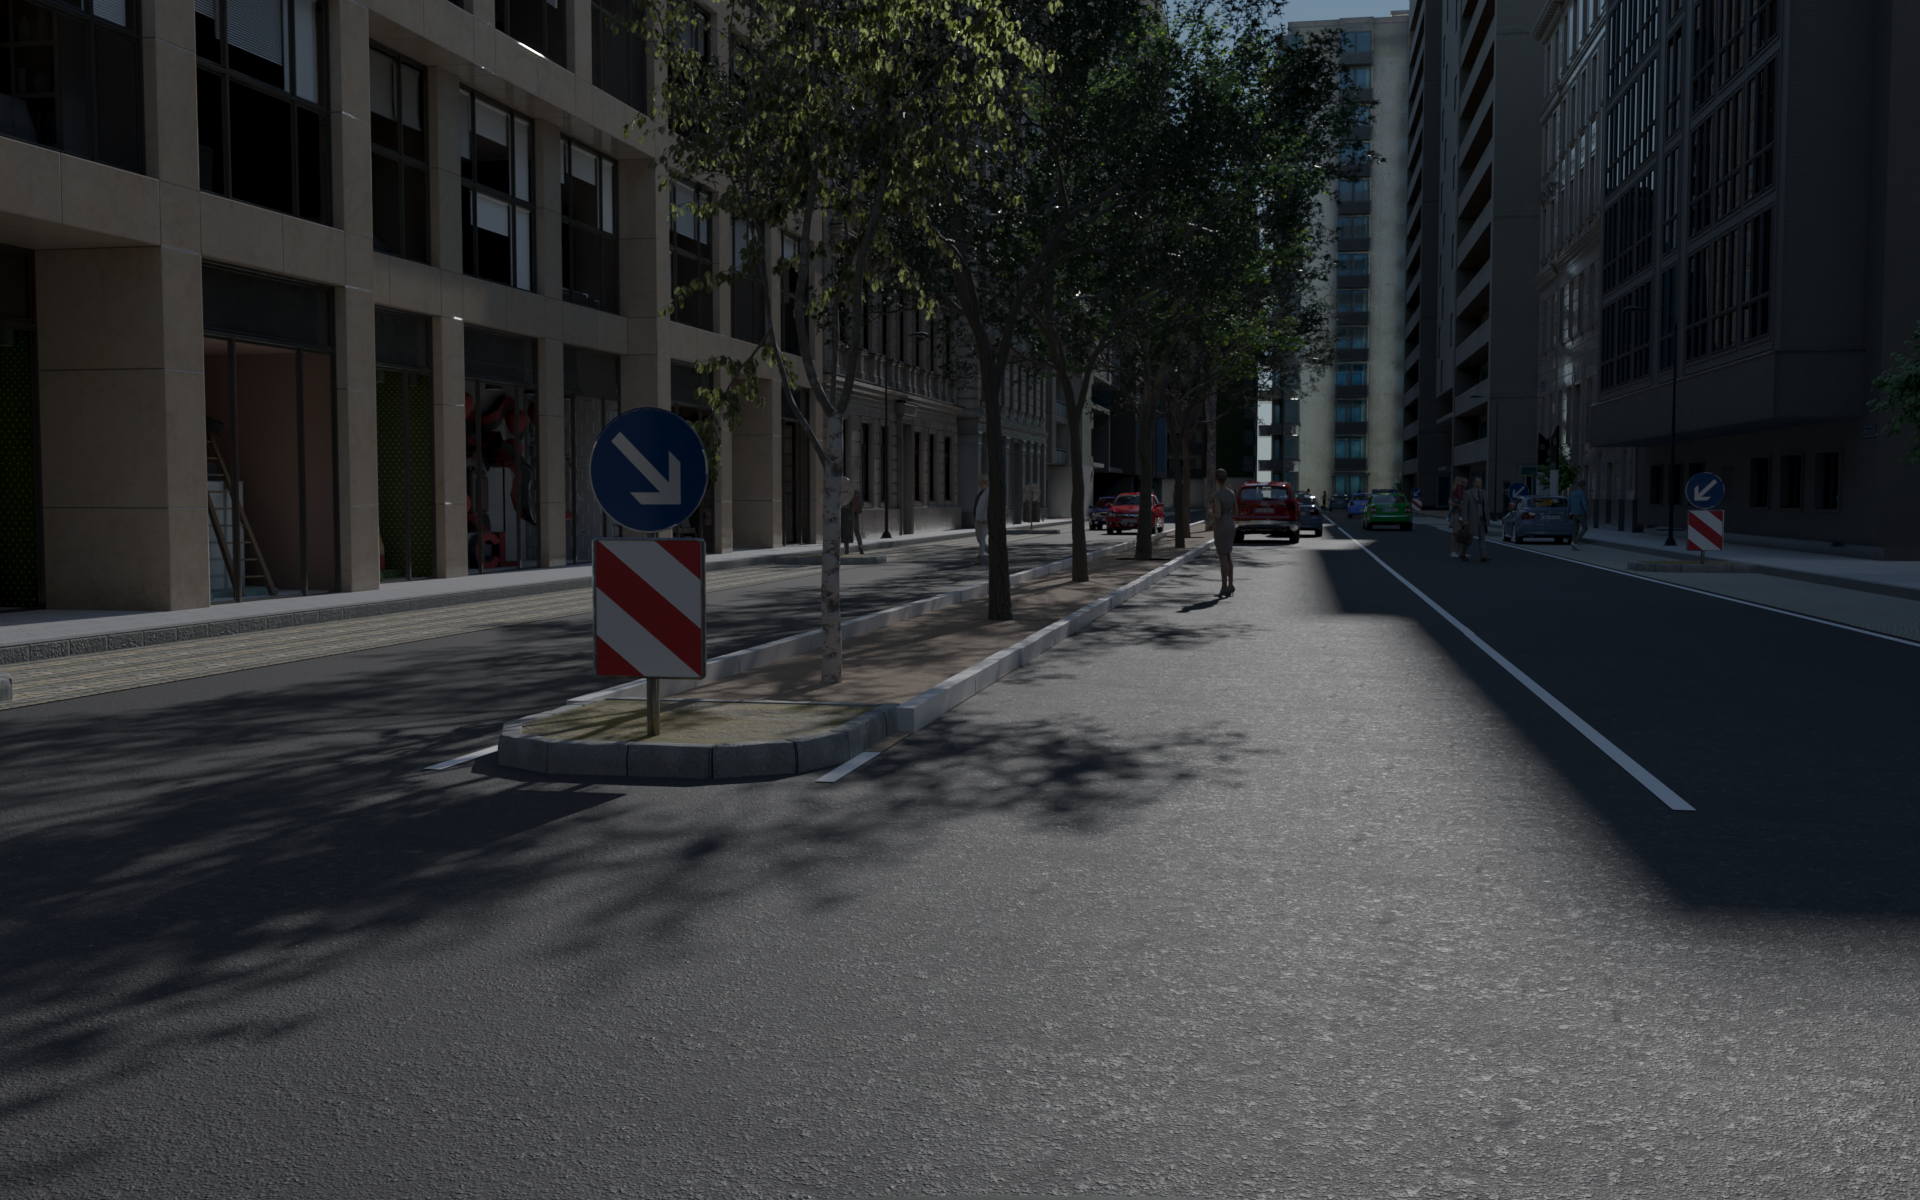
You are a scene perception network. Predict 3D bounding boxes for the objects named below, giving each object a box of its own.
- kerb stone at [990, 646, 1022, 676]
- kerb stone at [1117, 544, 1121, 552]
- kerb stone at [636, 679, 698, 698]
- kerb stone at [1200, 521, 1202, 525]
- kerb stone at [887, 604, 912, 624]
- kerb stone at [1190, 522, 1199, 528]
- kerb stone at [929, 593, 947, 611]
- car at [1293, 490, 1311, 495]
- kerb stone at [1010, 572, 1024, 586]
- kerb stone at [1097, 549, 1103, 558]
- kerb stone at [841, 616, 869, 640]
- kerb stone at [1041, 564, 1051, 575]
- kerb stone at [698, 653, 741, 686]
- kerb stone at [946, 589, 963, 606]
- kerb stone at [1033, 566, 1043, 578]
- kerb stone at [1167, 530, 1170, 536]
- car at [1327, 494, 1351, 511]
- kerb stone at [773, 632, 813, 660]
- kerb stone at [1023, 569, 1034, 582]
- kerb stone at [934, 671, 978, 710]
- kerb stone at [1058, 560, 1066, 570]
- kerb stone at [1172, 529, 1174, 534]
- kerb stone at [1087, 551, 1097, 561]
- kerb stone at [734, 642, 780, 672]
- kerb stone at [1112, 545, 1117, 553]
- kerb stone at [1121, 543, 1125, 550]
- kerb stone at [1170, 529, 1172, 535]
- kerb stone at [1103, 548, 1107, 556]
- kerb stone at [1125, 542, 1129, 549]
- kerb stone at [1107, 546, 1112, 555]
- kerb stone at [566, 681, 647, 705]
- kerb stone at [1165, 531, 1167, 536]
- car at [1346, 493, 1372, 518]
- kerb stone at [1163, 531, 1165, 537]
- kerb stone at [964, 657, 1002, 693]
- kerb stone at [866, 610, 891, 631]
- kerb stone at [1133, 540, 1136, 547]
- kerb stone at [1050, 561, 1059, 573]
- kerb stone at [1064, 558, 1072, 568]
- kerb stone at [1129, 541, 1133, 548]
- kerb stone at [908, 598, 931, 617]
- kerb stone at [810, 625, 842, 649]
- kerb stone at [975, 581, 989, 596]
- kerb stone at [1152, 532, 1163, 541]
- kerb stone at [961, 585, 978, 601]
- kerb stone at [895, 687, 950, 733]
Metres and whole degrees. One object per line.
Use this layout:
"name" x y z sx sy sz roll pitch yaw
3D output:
"kerb stone" 0.339 0.507 13.901 0.120 0.150 1.000 1 4 11
"kerb stone" 3.774 -1.240 42.473 0.120 0.150 1.000 1 4 11
"kerb stone" -2.108 0.610 12.294 0.120 0.150 1.000 1 4 11
"kerb stone" 10.643 -3.393 77.711 0.120 0.150 1.000 1 4 11
"kerb stone" -0.735 0.177 19.338 0.120 0.150 1.000 1 4 11
"kerb stone" 10.249 -3.272 75.700 0.120 0.150 1.000 1 4 11
"kerb stone" -0.344 0.054 21.346 0.120 0.150 1.000 1 4 11
"car" 29.260 -8.628 149.740 2.281 1.827 5.304 1 4 9
"kerb stone" 0.834 -0.312 27.385 0.120 0.150 1.000 1 4 11
"kerb stone" 2.997 -0.995 38.458 0.120 0.150 1.000 1 4 11
"kerb stone" -1.120 0.298 17.320 0.120 0.150 1.000 1 4 11
"kerb stone" 1.424 -0.502 30.409 0.120 0.150 1.000 1 4 11
"kerb stone" -1.915 0.544 13.297 0.120 0.150 1.000 1 4 11
"kerb stone" -0.153 -0.007 22.350 0.120 0.150 1.000 1 4 11
"kerb stone" 1.226 -0.437 29.401 0.120 0.150 1.000 1 4 11
"kerb stone" 6.906 -2.222 58.566 0.120 0.150 1.000 1 4 11
"car" 31.673 -8.102 144.467 2.014 1.417 4.499 1 4 12
"kerb stone" -1.518 0.421 15.308 0.120 0.150 1.000 1 4 11
"kerb stone" 1.031 -0.375 28.388 0.120 0.150 1.000 1 4 11
"kerb stone" -0.047 0.630 11.887 0.120 0.150 1.000 1 4 11
"kerb stone" 1.810 -0.625 32.417 0.120 0.150 1.000 1 4 11
"kerb stone" 7.302 -2.348 60.588 0.120 0.150 1.000 1 4 11
"kerb stone" 2.801 -0.933 37.453 0.120 0.150 1.000 1 4 11
"kerb stone" -1.713 0.483 14.304 0.120 0.150 1.000 1 4 11
"kerb stone" 3.581 -1.179 41.469 0.120 0.150 1.000 1 4 11
"kerb stone" 3.967 -1.302 43.477 0.120 0.150 1.000 1 4 11
"kerb stone" 7.096 -2.286 59.578 0.120 0.150 1.000 1 4 11
"kerb stone" 3.183 -1.053 39.464 0.120 0.150 1.000 1 4 11
"kerb stone" 4.165 -1.361 44.488 0.120 0.150 1.000 1 4 11
"kerb stone" 3.378 -1.118 40.467 0.120 0.150 1.000 1 4 11
"kerb stone" -2.301 0.671 11.283 0.120 0.150 1.000 1 4 11
"kerb stone" 6.712 -2.163 57.562 0.120 0.150 1.000 1 4 11
"car" 24.062 -5.747 103.552 1.945 1.707 3.694 1 4 11
"kerb stone" 6.515 -2.101 56.553 0.120 0.150 1.000 1 4 11
"kerb stone" 0.151 0.569 12.892 0.120 0.150 1.000 1 4 11
"kerb stone" -0.927 0.236 18.330 0.120 0.150 1.000 1 4 11
"kerb stone" 4.555 -1.478 46.497 0.120 0.150 1.000 1 4 11
"kerb stone" 1.628 -0.564 31.410 0.120 0.150 1.000 1 4 11
"kerb stone" 2.007 -0.687 33.420 0.120 0.150 1.000 1 4 11
"kerb stone" 4.359 -1.425 45.493 0.120 0.150 1.000 1 4 11
"kerb stone" -0.539 0.113 20.342 0.120 0.150 1.000 1 4 11
"kerb stone" -1.322 0.364 16.311 0.120 0.150 1.000 1 4 11
"kerb stone" 0.240 -0.133 24.370 0.120 0.150 1.000 1 4 11
"kerb stone" 6.315 -2.038 55.536 0.120 0.150 1.000 1 4 11
"kerb stone" 0.054 -0.071 23.361 0.120 0.150 1.000 1 4 11
"kerb stone" -0.239 0.692 10.883 0.120 0.150 1.000 1 4 11
